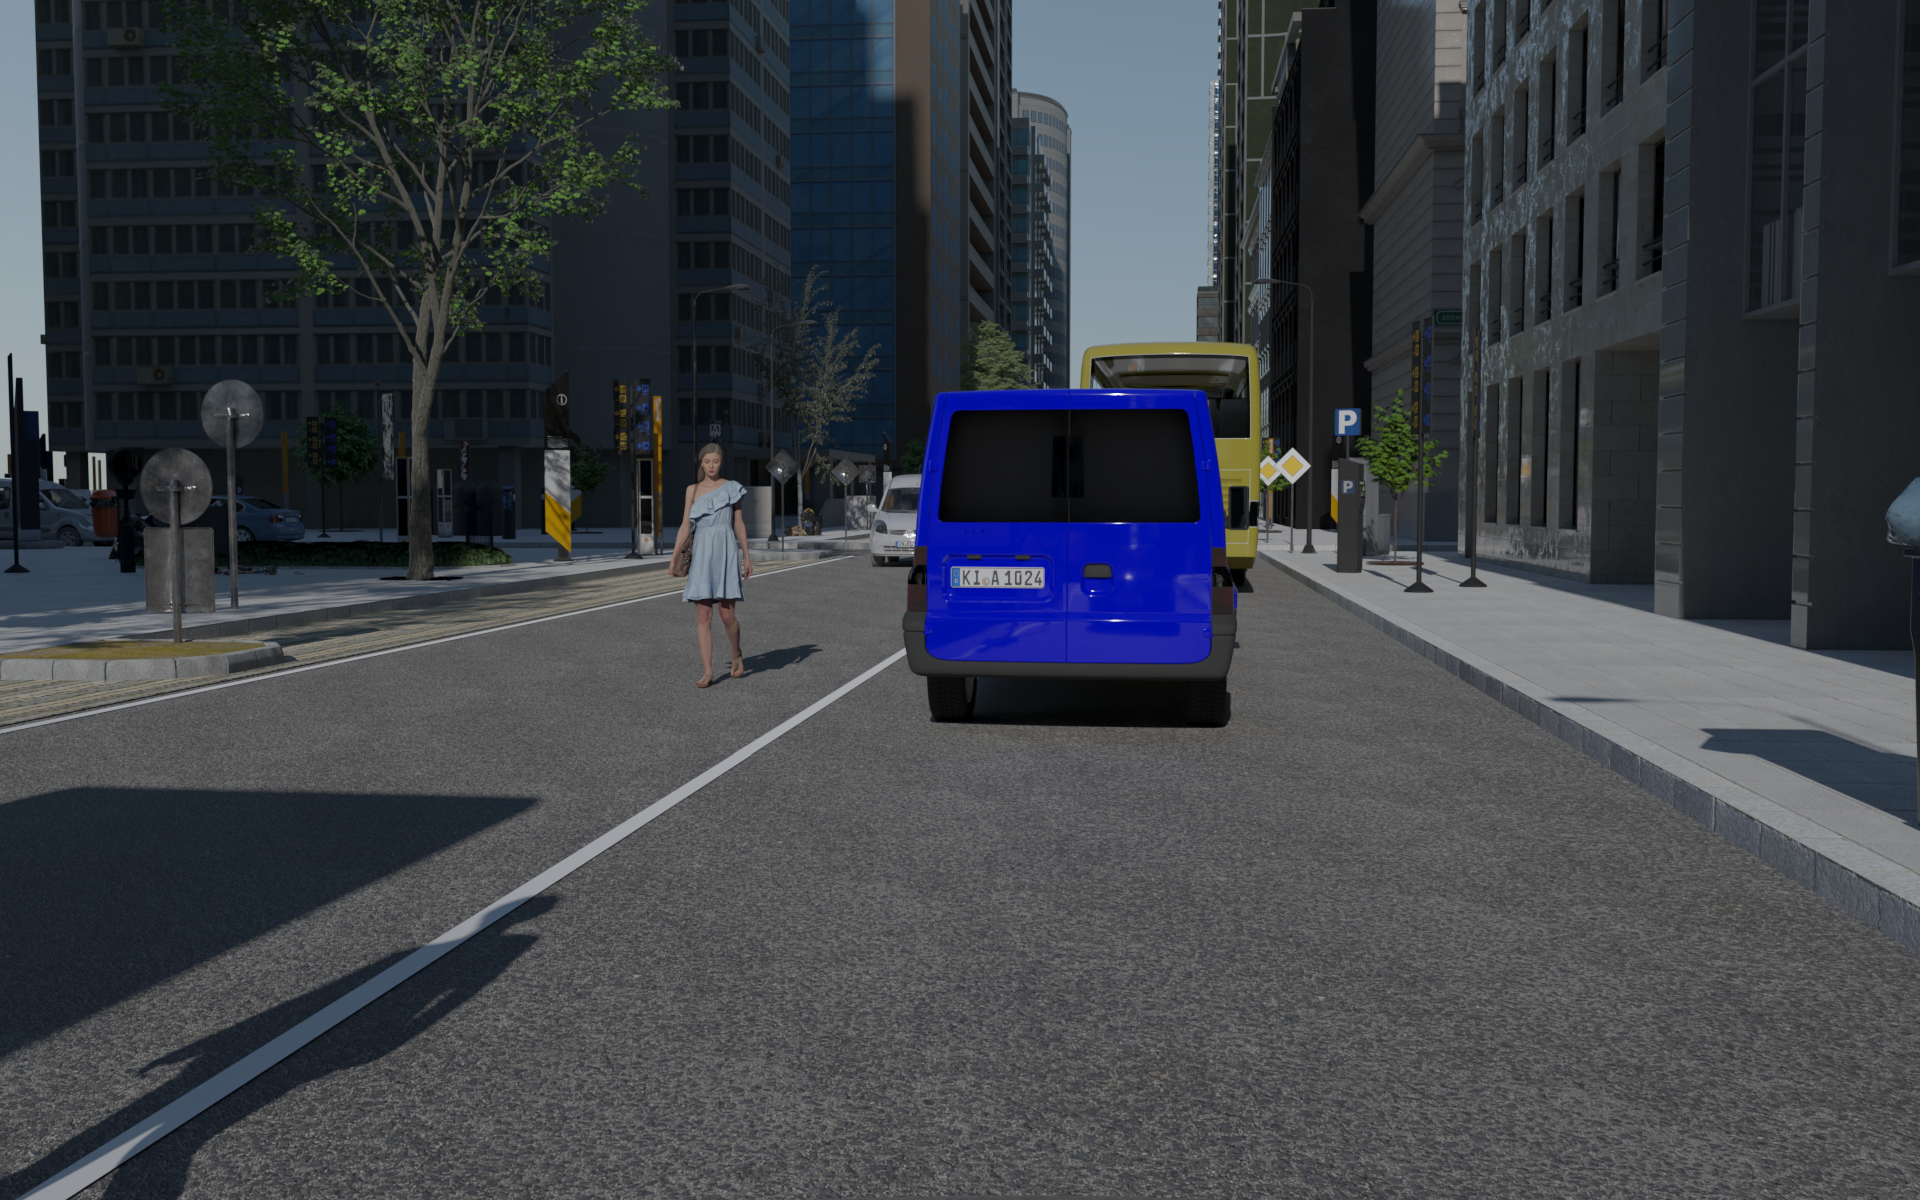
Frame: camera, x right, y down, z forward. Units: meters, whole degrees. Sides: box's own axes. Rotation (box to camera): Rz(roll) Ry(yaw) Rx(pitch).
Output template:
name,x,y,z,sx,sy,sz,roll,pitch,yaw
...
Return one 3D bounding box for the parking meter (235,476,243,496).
name,x,y,z,sx,sy,sz,roll,pitch,yaw
parking meter,-22.812,-2.991,54.608,0.255,1.863,0.399,1,4,11

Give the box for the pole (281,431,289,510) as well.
name,x,y,z,sx,sy,sz,roll,pitch,yaw
pole,-21.897,-3.815,56.216,0.158,3.312,0.155,0,3,0

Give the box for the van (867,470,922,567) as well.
name,x,y,z,sx,sy,sz,roll,pitch,yaw
van,-0.825,-1.735,35.382,2.013,2.044,4.112,0,4,4

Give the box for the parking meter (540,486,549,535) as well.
name,x,y,z,sx,sy,sz,roll,pitch,yaw
parking meter,-13.114,-2.848,54.973,0.372,1.533,0.369,0,3,0

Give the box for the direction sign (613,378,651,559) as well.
name,x,y,z,sx,sy,sz,roll,pitch,yaw
direction sign,-6.463,-2.580,34.178,0.876,3.537,0.379,2,4,25

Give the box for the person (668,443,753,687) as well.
name,x,y,z,sx,sy,sz,roll,pitch,yaw
person,-1.883,-0.276,13.104,0.616,1.811,0.778,1,4,10

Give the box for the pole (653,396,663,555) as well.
name,x,y,z,sx,sy,sz,roll,pitch,yaw
pole,-6.312,-2.590,36.194,0.158,3.312,0.155,0,3,0

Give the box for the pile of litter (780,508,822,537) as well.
name,x,y,z,sx,sy,sz,roll,pitch,yaw
pile of litter,-4.913,-2.396,53.139,1.176,0.858,1.719,3,5,40

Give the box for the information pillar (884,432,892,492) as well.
name,x,y,z,sx,sy,sz,roll,pitch,yaw
information pillar,-2.740,-4.527,65.367,0.183,3.616,0.504,-2,4,-31

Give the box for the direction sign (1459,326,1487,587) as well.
name,x,y,z,sx,sy,sz,roll,pitch,yaw
direction sign,7.098,-1.948,23.854,0.379,3.537,0.876,1,4,22

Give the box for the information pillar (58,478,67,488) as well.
name,x,y,z,sx,sy,sz,roll,pitch,yaw
information pillar,-42.202,-4.713,81.542,0.304,2.012,0.304,0,4,-8

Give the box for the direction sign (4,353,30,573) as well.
name,x,y,z,sx,sy,sz,roll,pitch,yaw
direction sign,-15.412,-2.214,28.197,0.379,3.537,0.876,-2,4,-31

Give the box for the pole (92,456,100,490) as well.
name,x,y,z,sx,sy,sz,roll,pitch,yaw
pole,-46.714,-6.096,93.507,0.158,3.312,0.155,0,3,0

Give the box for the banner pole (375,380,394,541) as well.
name,x,y,z,sx,sy,sz,roll,pitch,yaw
banner pole,-12.645,-2.940,38.087,0.863,3.779,0.401,3,5,44

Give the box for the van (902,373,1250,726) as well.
name,x,y,z,sx,sy,sz,roll,pitch,yaw
van,0.981,-0.494,12.463,2.240,2.365,5.245,1,4,8

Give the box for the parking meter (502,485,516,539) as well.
name,x,y,z,sx,sy,sz,roll,pitch,yaw
parking meter,-12.823,-2.495,49.204,0.372,1.533,0.369,0,3,0

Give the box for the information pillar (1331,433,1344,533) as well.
name,x,y,z,sx,sy,sz,roll,pitch,yaw
information pillar,12.493,-4.031,57.268,0.183,3.616,0.504,-2,4,-31

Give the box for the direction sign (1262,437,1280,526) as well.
name,x,y,z,sx,sy,sz,roll,pitch,yaw
direction sign,12.422,-4.729,69.317,0.876,3.537,0.379,-2,4,-27

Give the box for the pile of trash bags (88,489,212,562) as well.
name,x,y,z,sx,sy,sz,roll,pitch,yaw
pile of trash bags,-15.947,-1.497,34.223,1.912,1.369,3.447,1,4,9

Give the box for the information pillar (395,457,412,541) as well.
name,x,y,z,sx,sy,sz,roll,pitch,yaw
information pillar,-10.919,-1.819,34.230,0.304,2.012,0.304,1,4,20

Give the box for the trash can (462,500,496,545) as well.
name,x,y,z,sx,sy,sz,roll,pitch,yaw
trash can,-10.815,-1.670,38.962,0.748,1.137,0.748,0,3,0

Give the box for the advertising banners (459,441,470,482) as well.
name,x,y,z,sx,sy,sz,roll,pitch,yaw
advertising banners,-16.863,-3.736,57.272,2.074,3.025,0.090,3,4,36

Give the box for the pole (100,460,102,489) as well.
name,x,y,z,sx,sy,sz,roll,pitch,yaw
pole,-51.390,-6.706,103.494,0.158,3.312,0.155,0,3,0

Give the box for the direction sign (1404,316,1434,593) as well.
name,x,y,z,sx,sy,sz,roll,pitch,yaw
direction sign,6.000,-1.868,22.545,0.379,3.537,0.876,0,4,-2

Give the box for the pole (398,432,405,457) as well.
name,x,y,z,sx,sy,sz,roll,pitch,yaw
pole,-18.269,-3.847,56.747,0.158,3.312,0.155,0,3,0

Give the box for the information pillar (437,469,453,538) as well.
name,x,y,z,sx,sy,sz,roll,pitch,yaw
information pillar,-15.127,-2.835,50.851,0.304,2.012,0.304,3,5,40

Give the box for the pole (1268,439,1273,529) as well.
name,x,y,z,sx,sy,sz,roll,pitch,yaw
pole,11.439,-4.281,63.841,0.158,3.312,0.155,0,3,0

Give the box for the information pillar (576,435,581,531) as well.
name,x,y,z,sx,sy,sz,roll,pitch,yaw
information pillar,-13.361,-4.191,59.872,0.504,3.616,0.183,-2,4,-27

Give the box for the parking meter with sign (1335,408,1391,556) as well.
name,x,y,z,sx,sy,sz,roll,pitch,yaw
parking meter with sign,8.429,-2.435,36.067,0.543,3.016,1.738,3,4,38

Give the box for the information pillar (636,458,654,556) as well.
name,x,y,z,sx,sy,sz,roll,pitch,yaw
information pillar,-6.525,-1.921,35.907,0.304,2.012,0.304,-1,4,-17

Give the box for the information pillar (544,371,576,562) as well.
name,x,y,z,sx,sy,sz,roll,pitch,yaw
information pillar,-7.618,-2.536,32.825,0.504,3.616,0.183,-2,4,-35

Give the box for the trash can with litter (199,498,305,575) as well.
name,x,y,z,sx,sy,sz,roll,pitch,yaw
trash can with litter,-11.638,-1.018,27.706,2.233,1.210,1.678,1,4,12

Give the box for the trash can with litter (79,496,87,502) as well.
name,x,y,z,sx,sy,sz,roll,pitch,yaw
trash can with litter,-26.972,-2.583,53.297,2.233,1.210,1.678,3,4,38

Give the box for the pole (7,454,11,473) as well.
name,x,y,z,sx,sy,sz,roll,pitch,yaw
pole,-48.212,-5.755,87.944,0.158,3.312,0.155,0,3,0

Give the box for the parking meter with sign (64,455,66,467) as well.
name,x,y,z,sx,sy,sz,roll,pitch,yaw
parking meter with sign,-38.696,-4.884,76.116,1.738,3.016,0.543,3,5,40

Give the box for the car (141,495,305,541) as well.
name,x,y,z,sx,sy,sz,roll,pitch,yaw
car,-18.968,-1.950,43.892,4.499,1.417,2.014,0,4,7

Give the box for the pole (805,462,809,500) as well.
name,x,y,z,sx,sy,sz,roll,pitch,yaw
pole,-7.949,-5.892,90.178,0.158,3.312,0.155,0,3,0

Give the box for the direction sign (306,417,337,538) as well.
name,x,y,z,sx,sy,sz,roll,pitch,yaw
direction sign,-18.762,-3.608,50.981,0.876,3.537,0.379,-3,5,-40

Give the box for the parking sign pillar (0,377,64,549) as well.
name,x,y,z,sx,sy,sz,roll,pitch,yaw
parking sign pillar,-21.950,-3.196,40.734,1.447,3.967,1.447,-2,4,-32

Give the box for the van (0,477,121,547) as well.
name,x,y,z,sx,sy,sz,roll,pitch,yaw
van,-23.691,-2.300,44.617,4.112,2.044,2.013,0,4,7

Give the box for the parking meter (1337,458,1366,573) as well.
name,x,y,z,sx,sy,sz,roll,pitch,yaw
parking meter,6.362,-1.373,28.163,0.399,1.863,0.255,2,4,34

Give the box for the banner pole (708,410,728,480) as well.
name,x,y,z,sx,sy,sz,roll,pitch,yaw
banner pole,-7.169,-3.776,51.756,0.863,3.779,0.401,-3,5,-41

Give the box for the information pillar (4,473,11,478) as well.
name,x,y,z,sx,sy,sz,roll,pitch,yaw
information pillar,-33.624,-3.481,61.414,0.304,2.012,0.304,1,4,10
